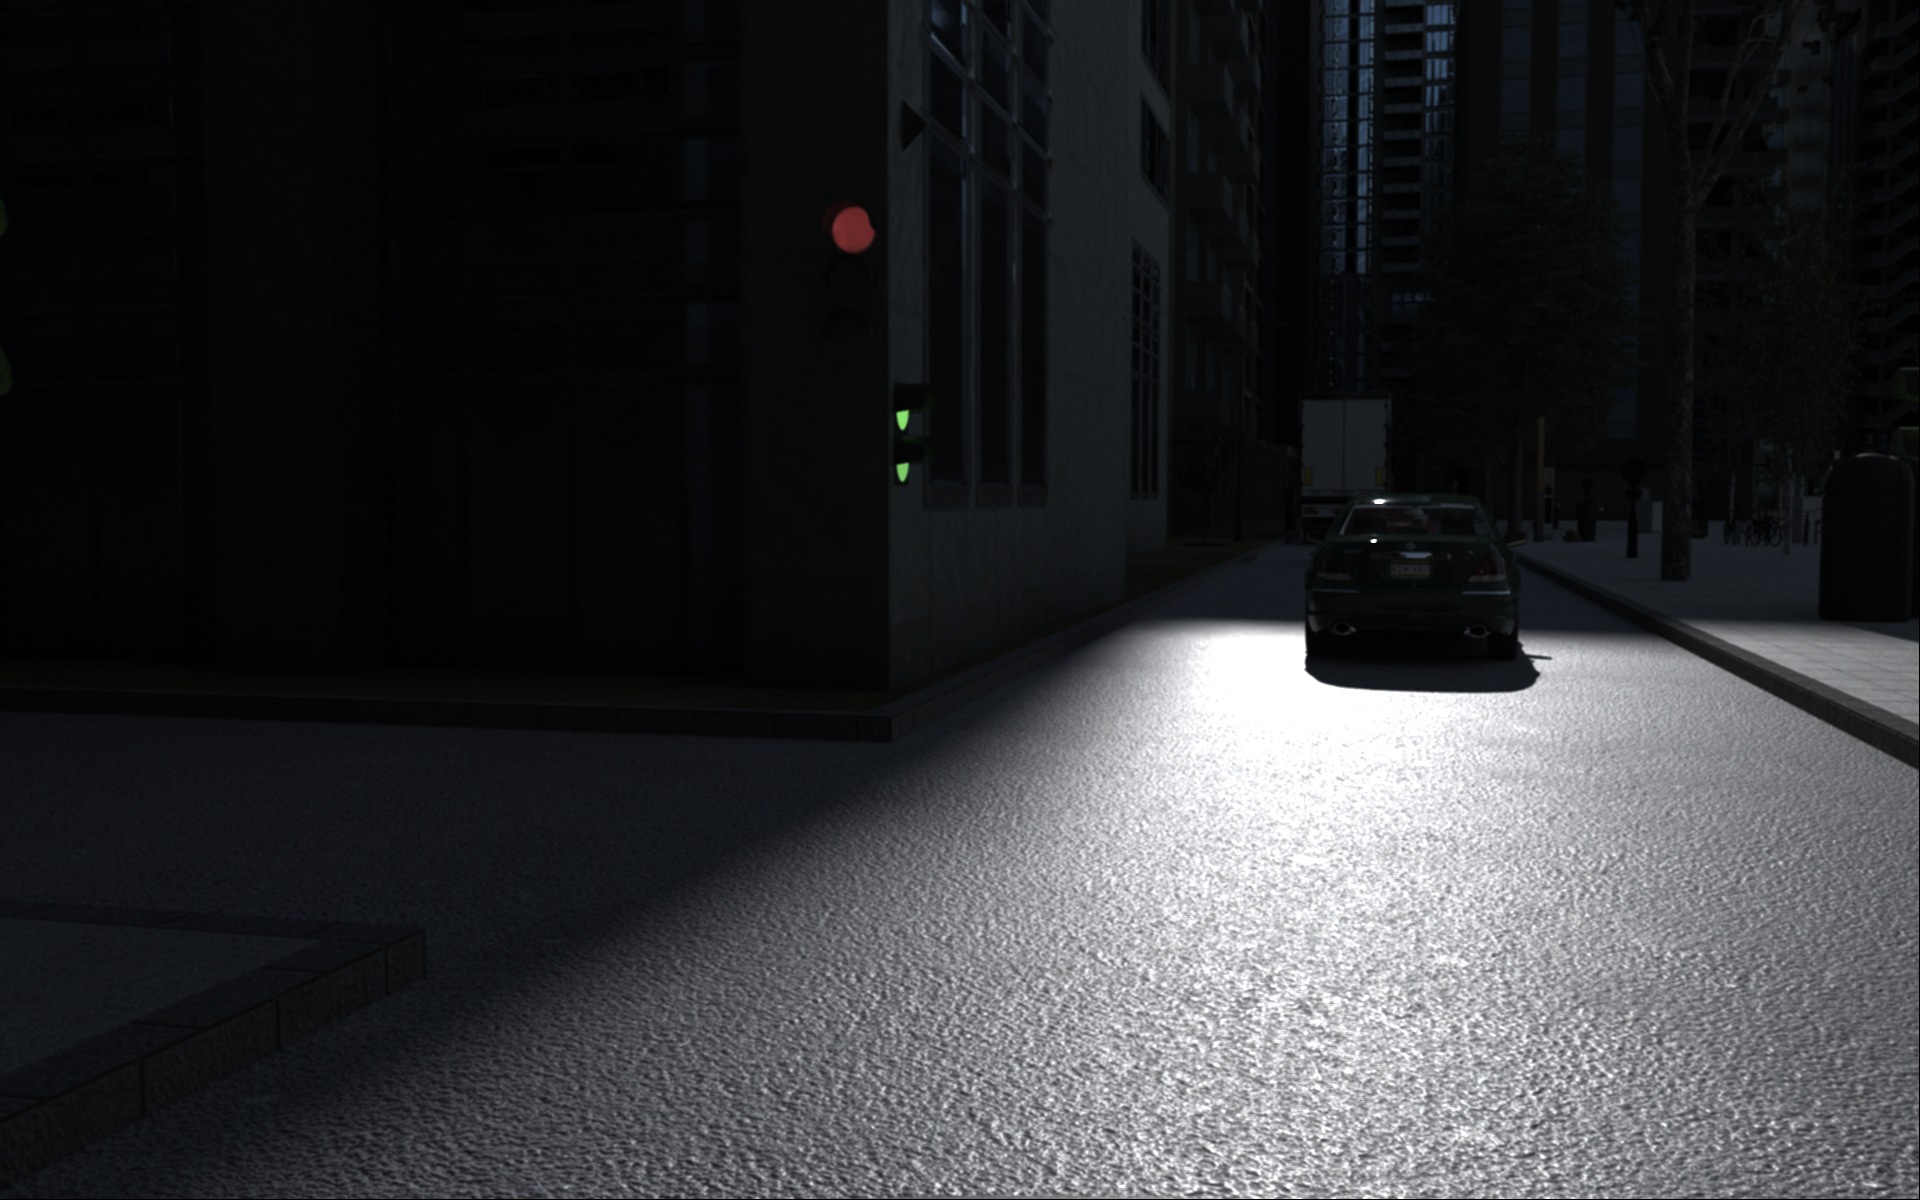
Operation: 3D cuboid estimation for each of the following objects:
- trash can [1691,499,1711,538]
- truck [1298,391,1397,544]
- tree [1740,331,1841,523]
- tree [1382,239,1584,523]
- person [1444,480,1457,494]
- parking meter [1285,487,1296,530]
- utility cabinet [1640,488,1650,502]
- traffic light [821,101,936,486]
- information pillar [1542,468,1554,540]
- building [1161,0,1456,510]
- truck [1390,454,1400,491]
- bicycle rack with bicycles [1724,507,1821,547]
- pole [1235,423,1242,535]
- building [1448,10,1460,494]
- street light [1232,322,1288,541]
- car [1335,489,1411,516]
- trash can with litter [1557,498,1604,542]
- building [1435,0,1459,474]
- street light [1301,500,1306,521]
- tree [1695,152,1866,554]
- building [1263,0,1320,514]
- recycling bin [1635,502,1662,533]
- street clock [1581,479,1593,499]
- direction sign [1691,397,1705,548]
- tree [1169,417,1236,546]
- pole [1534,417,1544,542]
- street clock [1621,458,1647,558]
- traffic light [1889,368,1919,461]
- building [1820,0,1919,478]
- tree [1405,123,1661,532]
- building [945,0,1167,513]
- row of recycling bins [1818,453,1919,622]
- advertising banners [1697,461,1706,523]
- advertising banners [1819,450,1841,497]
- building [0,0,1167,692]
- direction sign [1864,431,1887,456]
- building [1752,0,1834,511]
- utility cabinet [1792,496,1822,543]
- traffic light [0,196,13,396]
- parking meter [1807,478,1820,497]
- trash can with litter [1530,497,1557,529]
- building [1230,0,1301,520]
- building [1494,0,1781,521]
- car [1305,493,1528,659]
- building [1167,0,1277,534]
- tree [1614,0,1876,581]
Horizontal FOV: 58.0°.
[{"bbox_3d":[21.388,-2.361,50.260,0.748,1.137,0.748,0,3,0],"label":"trash can"},{"bbox_3d":[11.824,-3.901,52.690,2.839,4.237,11.283,1,4,14],"label":"truck"},{"bbox_3d":[36.847,-7.770,77.399,4.360,8.622,3.978,0,3,0],"label":"tree"},{"bbox_3d":[22.962,-9.687,75.391,9.611,12.733,9.660,0,3,0],"label":"tree"},{"bbox_3d":[13.994,-2.504,49.346,0.656,1.842,0.836,3,4,38],"label":"person"},{"bbox_3d":[11.771,-3.254,61.611,0.372,1.533,0.369,0,3,0],"label":"parking meter"},{"bbox_3d":[24.383,-3.239,61.634,0.318,1.500,1.173,1,4,20],"label":"utility cabinet"},{"bbox_3d":[-0.603,-1.377,11.440,0.839,4.253,0.868,1,4,14],"label":"traffic light"},{"bbox_3d":[16.300,-2.674,48.205,0.304,2.012,0.304,-1,4,-12],"label":"information pillar"},{"bbox_3d":[37.777,-52.751,175.152,31.000,86.520,22.319,1,4,14],"label":"building"},{"bbox_3d":[30.738,-8.439,126.891,2.839,4.237,11.283,1,4,15],"label":"truck"},{"bbox_3d":[20.275,-1.810,42.982,2.852,0.926,2.925,1,4,20],"label":"bicycle rack with bicycles"},{"bbox_3d":[8.036,-3.433,49.979,0.158,3.312,0.155,0,3,0],"label":"pole"},{"bbox_3d":[36.770,-20.327,104.050,14.160,30.474,14.107,1,4,14],"label":"building"},{"bbox_3d":[8.147,-4.555,47.018,1.470,5.913,1.316,1,4,14],"label":"street light"},{"bbox_3d":[8.752,-1.617,35.470,2.155,1.783,4.494,1,4,15],"label":"car"},{"bbox_3d":[16.739,-2.152,46.566,1.055,1.170,0.624,-2,4,-31],"label":"trash can with litter"},{"bbox_3d":[50.859,-31.727,138.349,23.786,49.044,30.456,1,4,14],"label":"building"},{"bbox_3d":[16.706,-6.635,81.020,1.470,5.913,1.316,1,4,14],"label":"street light"},{"bbox_3d":[17.510,-5.279,36.678,4.737,8.622,4.395,0,3,0],"label":"tree"},{"bbox_3d":[15.993,-28.301,112.826,14.600,45.320,14.200,1,4,14],"label":"building"},{"bbox_3d":[22.806,-2.748,57.482,0.722,1.027,0.722,-3,5,-43],"label":"recycling bin"},{"bbox_3d":[29.303,-4.673,80.969,0.471,2.002,0.358,0,4,4],"label":"street clock"},{"bbox_3d":[17.074,-2.985,40.799,0.379,3.537,0.876,-3,4,-38],"label":"direction sign"},{"bbox_3d":[6.231,-2.974,43.228,1.663,3.219,1.824,0,3,0],"label":"tree"},{"bbox_3d":[15.358,-3.186,45.941,0.158,3.312,0.155,0,3,0],"label":"pole"},{"bbox_3d":[13.523,-1.848,34.784,0.471,2.002,0.358,2,4,29],"label":"street clock"},{"bbox_3d":[5.822,-1.282,9.885,0.839,4.253,0.868,1,4,14],"label":"traffic light"},{"bbox_3d":[79.250,-29.929,139.455,14.200,45.320,14.600,1,4,14],"label":"building"},{"bbox_3d":[17.685,-8.289,53.659,7.486,12.596,7.792,0,3,0],"label":"tree"},{"bbox_3d":[16.689,-51.179,149.441,31.000,86.520,22.319,1,4,14],"label":"building"},{"bbox_3d":[10.229,-0.701,18.581,1.069,1.692,3.534,3,5,45],"label":"row of recycling bins"},{"bbox_3d":[27.125,-4.112,63.427,0.090,3.025,2.074,1,4,16],"label":"advertising banners"},{"bbox_3d":[34.532,-4.455,69.034,2.074,3.025,0.090,-2,4,-35],"label":"advertising banners"},{"bbox_3d":[-7.609,-43.645,26.262,22.319,86.520,31.000,1,4,14],"label":"building"},{"bbox_3d":[33.111,-4.325,62.712,0.876,3.537,0.379,0,4,-8],"label":"direction sign"},{"bbox_3d":[81.966,-33.432,166.227,30.456,49.044,23.786,1,4,14],"label":"building"},{"bbox_3d":[22.304,-2.100,45.492,1.020,1.237,0.306,-2,4,-30],"label":"utility cabinet"},{"bbox_3d":[-2.507,-0.903,3.685,0.839,4.253,0.868,1,4,14],"label":"traffic light"},{"bbox_3d":[31.791,-3.598,64.535,0.399,1.863,0.255,-2,4,-27],"label":"parking meter"},{"bbox_3d":[21.323,-3.163,63.104,1.055,1.170,0.624,1,4,23],"label":"trash can with litter"},{"bbox_3d":[8.703,-40.225,95.933,20.563,71.187,20.611,1,4,14],"label":"building"},{"bbox_3d":[33.303,-26.898,89.899,14.600,45.320,14.200,1,4,14],"label":"building"},{"bbox_3d":[4.346,-0.294,16.600,2.131,1.459,4.920,1,4,15],"label":"car"},{"bbox_3d":[-0.380,-27.268,65.437,23.786,49.044,30.456,1,4,14],"label":"building"},{"bbox_3d":[11.638,-10.287,24.087,12.611,20.169,13.585,0,3,0],"label":"tree"}]
